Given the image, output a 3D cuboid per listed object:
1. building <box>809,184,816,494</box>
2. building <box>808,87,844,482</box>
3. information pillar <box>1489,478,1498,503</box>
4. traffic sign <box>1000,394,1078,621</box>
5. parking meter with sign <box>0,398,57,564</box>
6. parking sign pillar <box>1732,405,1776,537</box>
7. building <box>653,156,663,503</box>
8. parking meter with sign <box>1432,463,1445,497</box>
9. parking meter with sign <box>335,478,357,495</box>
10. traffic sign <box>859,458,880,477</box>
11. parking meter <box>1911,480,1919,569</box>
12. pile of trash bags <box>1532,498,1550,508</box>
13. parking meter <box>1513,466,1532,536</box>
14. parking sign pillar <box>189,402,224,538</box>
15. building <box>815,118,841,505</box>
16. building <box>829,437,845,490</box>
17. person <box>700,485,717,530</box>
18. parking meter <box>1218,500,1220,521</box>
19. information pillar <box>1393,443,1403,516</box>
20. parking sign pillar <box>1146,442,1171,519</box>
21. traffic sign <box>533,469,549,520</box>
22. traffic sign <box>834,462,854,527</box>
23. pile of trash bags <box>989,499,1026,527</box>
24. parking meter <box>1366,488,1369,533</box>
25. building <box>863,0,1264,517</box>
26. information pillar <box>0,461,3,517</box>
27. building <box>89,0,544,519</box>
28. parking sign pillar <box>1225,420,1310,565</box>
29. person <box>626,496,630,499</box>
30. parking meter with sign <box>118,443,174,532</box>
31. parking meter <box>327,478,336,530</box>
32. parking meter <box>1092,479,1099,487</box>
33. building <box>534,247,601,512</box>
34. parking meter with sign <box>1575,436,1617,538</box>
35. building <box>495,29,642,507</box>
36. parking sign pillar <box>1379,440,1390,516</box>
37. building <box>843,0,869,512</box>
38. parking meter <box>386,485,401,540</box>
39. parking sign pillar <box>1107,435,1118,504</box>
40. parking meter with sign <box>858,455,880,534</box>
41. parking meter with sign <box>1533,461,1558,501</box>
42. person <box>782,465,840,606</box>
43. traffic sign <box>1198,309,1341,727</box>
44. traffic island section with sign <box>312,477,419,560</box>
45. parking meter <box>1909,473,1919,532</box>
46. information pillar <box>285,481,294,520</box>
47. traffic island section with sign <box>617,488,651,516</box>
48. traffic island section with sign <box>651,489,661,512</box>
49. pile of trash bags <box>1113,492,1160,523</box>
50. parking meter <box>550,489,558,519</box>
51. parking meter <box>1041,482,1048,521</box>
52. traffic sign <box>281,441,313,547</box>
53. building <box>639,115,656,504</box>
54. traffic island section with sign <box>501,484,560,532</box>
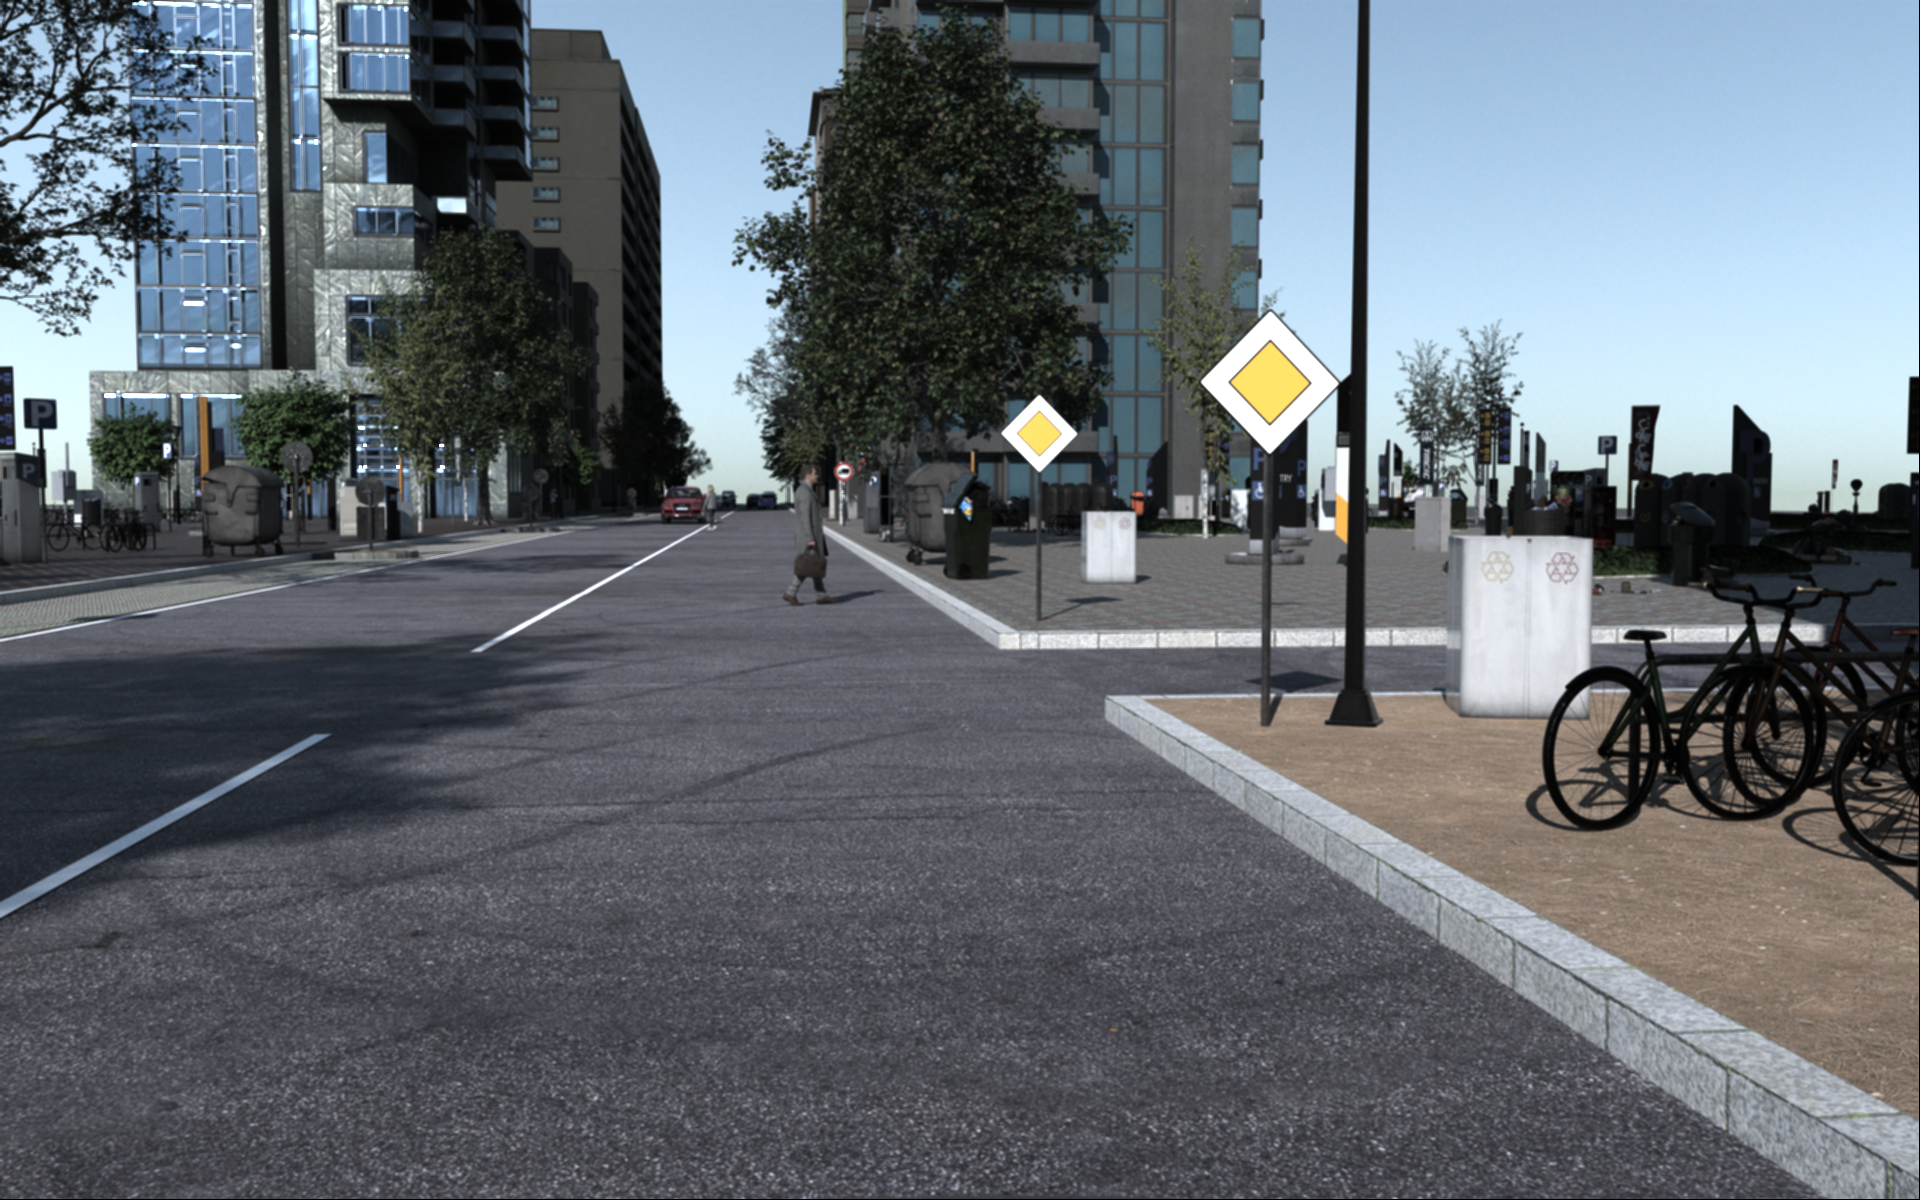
[{"bbox_3d":[-14.127,-36.347,244.378,14.600,45.320,14.200,0,4,-6],"label":"building"},{"bbox_3d":[-4.793,-38.813,223.823,28.713,52.752,27.495,0,4,-6],"label":"building"},{"bbox_3d":[25.129,-4.718,81.625,0.304,2.012,0.304,-2,4,-27],"label":"information pillar"},{"bbox_3d":[0.793,-0.844,17.449,0.795,2.450,0.064,0,4,-6],"label":"traffic sign"},{"bbox_3d":[-17.487,-2.203,32.274,1.738,3.016,0.543,3,4,37],"label":"parking meter with sign"},{"bbox_3d":[24.098,-3.929,52.710,1.447,3.967,1.447,-2,4,-28],"label":"parking sign pillar"},{"bbox_3d":[-50.777,-37.000,228.648,21.300,48.544,21.600,0,4,-6],"label":"building"},{"bbox_3d":[26.184,-6.023,94.734,0.543,3.016,1.738,0,4,-6],"label":"parking meter with sign"},{"bbox_3d":[-29.081,-5.275,82.503,0.543,3.016,1.738,2,4,32],"label":"parking meter with sign"},{"bbox_3d":[-3.023,-3.559,58.302,0.768,2.556,0.104,0,4,-5],"label":"traffic sign"},{"bbox_3d":[16.623,-1.311,29.846,0.372,1.533,0.369,0,3,0],"label":"parking meter"},{"bbox_3d":[27.956,-4.483,83.057,1.912,1.369,3.447,0,4,-7],"label":"pile of trash bags"},{"bbox_3d":[11.751,-1.864,36.183,0.255,1.863,0.399,3,5,43],"label":"parking meter"},{"bbox_3d":[-22.123,-3.844,51.325,1.447,3.967,1.447,-2,4,-28],"label":"parking sign pillar"},{"bbox_3d":[-9.071,-33.793,202.632,14.600,45.320,14.200,0,4,-6],"label":"building"},{"bbox_3d":[-7.389,-25.503,188.677,14.160,30.474,14.107,0,4,-6],"label":"building"},{"bbox_3d":[-9.973,-3.693,69.065,0.728,1.800,0.709,3,5,44],"label":"person"},{"bbox_3d":[10.137,-3.696,68.840,0.372,1.533,0.369,0,3,0],"label":"parking meter"},{"bbox_3d":[20.025,-5.376,79.254,0.183,3.616,0.504,-2,4,-30],"label":"information pillar"},{"bbox_3d":[10.075,-6.122,88.560,1.447,3.967,1.447,3,5,41],"label":"parking sign pillar"},{"bbox_3d":[-20.988,-5.299,86.749,0.768,2.556,0.104,0,4,-4],"label":"traffic sign"},{"bbox_3d":[-4.582,-4.178,68.418,0.768,2.556,0.104,0,4,0],"label":"traffic sign"},{"bbox_3d":[0.719,-3.500,66.970,3.447,1.369,1.912,-1,4,-23],"label":"pile of trash bags"},{"bbox_3d":[13.247,-2.973,57.012,0.372,1.533,0.369,0,3,0],"label":"parking meter"},{"bbox_3d":[5.518,-29.899,108.450,23.786,49.044,30.456,0,4,-6],"label":"building"},{"bbox_3d":[-21.328,-2.095,38.747,0.304,2.012,0.304,3,5,40],"label":"information pillar"},{"bbox_3d":[-36.746,-48.346,103.127,22.319,86.520,31.000,0,4,-6],"label":"building"},{"bbox_3d":[5.615,-2.652,31.827,1.447,3.967,1.447,1,4,16],"label":"parking sign pillar"},{"bbox_3d":[-32.706,-9.962,171.244,0.599,1.838,0.709,3,5,44],"label":"person"},{"bbox_3d":[-27.379,-3.792,58.261,0.543,3.016,1.738,2,4,35],"label":"parking meter with sign"},{"bbox_3d":[-22.422,-3.429,61.782,0.255,1.863,0.399,-2,4,-26],"label":"parking meter"},{"bbox_3d":[5.331,-3.824,68.237,0.255,1.863,0.399,0,4,1],"label":"parking meter"},{"bbox_3d":[-43.416,-17.703,134.475,27.650,21.520,28.899,0,4,-6],"label":"building"},{"bbox_3d":[18.846,-3.384,51.583,1.738,3.016,0.543,-3,5,-42],"label":"parking meter with sign"},{"bbox_3d":[-46.078,-34.334,185.057,21.300,48.544,21.600,0,4,-6],"label":"building"},{"bbox_3d":[20.865,-5.915,85.182,1.447,3.967,1.447,1,4,18],"label":"parking sign pillar"},{"bbox_3d":[-1.809,-27.357,130.878,14.154,41.232,14.086,0,4,-6],"label":"building"},{"bbox_3d":[-15.879,-2.453,48.520,0.372,1.533,0.369,0,3,0],"label":"parking meter"},{"bbox_3d":[6.968,-5.540,79.050,1.447,3.967,1.447,0,4,3],"label":"parking sign pillar"},{"bbox_3d":[-2.922,-3.694,56.657,0.543,3.016,1.738,-1,4,-13],"label":"parking meter with sign"},{"bbox_3d":[30.246,-5.750,90.272,1.738,3.016,0.543,-1,4,-20],"label":"parking meter with sign"},{"bbox_3d":[-1.920,-0.841,22.355,0.767,1.812,0.694,-1,4,-9],"label":"person"},{"bbox_3d":[1.685,-0.359,9.514,0.795,2.450,0.064,0,4,-6],"label":"traffic sign"},{"bbox_3d":[-13.177,-1.830,38.556,1.989,1.847,2.006,0,4,-6],"label":"traffic island section with sign"},{"bbox_3d":[26.079,-2.534,47.150,0.399,1.863,0.255,-2,4,-26],"label":"parking meter"},{"bbox_3d":[-32.909,-4.925,85.022,0.304,2.012,0.304,-1,4,-8],"label":"information pillar"},{"bbox_3d":[-21.794,-6.523,115.281,1.989,1.847,2.006,0,4,-6],"label":"traffic island section with sign"},{"bbox_3d":[-24.813,-8.161,142.067,1.989,1.847,2.006,0,4,-6],"label":"traffic island section with sign"},{"bbox_3d":[6.824,-3.524,67.375,1.912,1.369,3.447,0,4,-1],"label":"pile of trash bags"},{"bbox_3d":[-21.305,-5.045,90.900,0.372,1.533,0.369,0,3,0],"label":"parking meter"},{"bbox_3d":[4.228,-4.976,87.069,0.399,1.863,0.255,-3,5,-44],"label":"parking meter"},{"bbox_3d":[-15.931,-2.539,41.612,0.768,2.556,0.104,0,4,1],"label":"traffic sign"},{"bbox_3d":[-48.307,-35.645,206.502,21.300,48.544,21.600,0,4,-6],"label":"building"},{"bbox_3d":[-16.183,-3.469,65.344,1.989,1.847,2.006,0,4,-6],"label":"traffic island section with sign"}]
